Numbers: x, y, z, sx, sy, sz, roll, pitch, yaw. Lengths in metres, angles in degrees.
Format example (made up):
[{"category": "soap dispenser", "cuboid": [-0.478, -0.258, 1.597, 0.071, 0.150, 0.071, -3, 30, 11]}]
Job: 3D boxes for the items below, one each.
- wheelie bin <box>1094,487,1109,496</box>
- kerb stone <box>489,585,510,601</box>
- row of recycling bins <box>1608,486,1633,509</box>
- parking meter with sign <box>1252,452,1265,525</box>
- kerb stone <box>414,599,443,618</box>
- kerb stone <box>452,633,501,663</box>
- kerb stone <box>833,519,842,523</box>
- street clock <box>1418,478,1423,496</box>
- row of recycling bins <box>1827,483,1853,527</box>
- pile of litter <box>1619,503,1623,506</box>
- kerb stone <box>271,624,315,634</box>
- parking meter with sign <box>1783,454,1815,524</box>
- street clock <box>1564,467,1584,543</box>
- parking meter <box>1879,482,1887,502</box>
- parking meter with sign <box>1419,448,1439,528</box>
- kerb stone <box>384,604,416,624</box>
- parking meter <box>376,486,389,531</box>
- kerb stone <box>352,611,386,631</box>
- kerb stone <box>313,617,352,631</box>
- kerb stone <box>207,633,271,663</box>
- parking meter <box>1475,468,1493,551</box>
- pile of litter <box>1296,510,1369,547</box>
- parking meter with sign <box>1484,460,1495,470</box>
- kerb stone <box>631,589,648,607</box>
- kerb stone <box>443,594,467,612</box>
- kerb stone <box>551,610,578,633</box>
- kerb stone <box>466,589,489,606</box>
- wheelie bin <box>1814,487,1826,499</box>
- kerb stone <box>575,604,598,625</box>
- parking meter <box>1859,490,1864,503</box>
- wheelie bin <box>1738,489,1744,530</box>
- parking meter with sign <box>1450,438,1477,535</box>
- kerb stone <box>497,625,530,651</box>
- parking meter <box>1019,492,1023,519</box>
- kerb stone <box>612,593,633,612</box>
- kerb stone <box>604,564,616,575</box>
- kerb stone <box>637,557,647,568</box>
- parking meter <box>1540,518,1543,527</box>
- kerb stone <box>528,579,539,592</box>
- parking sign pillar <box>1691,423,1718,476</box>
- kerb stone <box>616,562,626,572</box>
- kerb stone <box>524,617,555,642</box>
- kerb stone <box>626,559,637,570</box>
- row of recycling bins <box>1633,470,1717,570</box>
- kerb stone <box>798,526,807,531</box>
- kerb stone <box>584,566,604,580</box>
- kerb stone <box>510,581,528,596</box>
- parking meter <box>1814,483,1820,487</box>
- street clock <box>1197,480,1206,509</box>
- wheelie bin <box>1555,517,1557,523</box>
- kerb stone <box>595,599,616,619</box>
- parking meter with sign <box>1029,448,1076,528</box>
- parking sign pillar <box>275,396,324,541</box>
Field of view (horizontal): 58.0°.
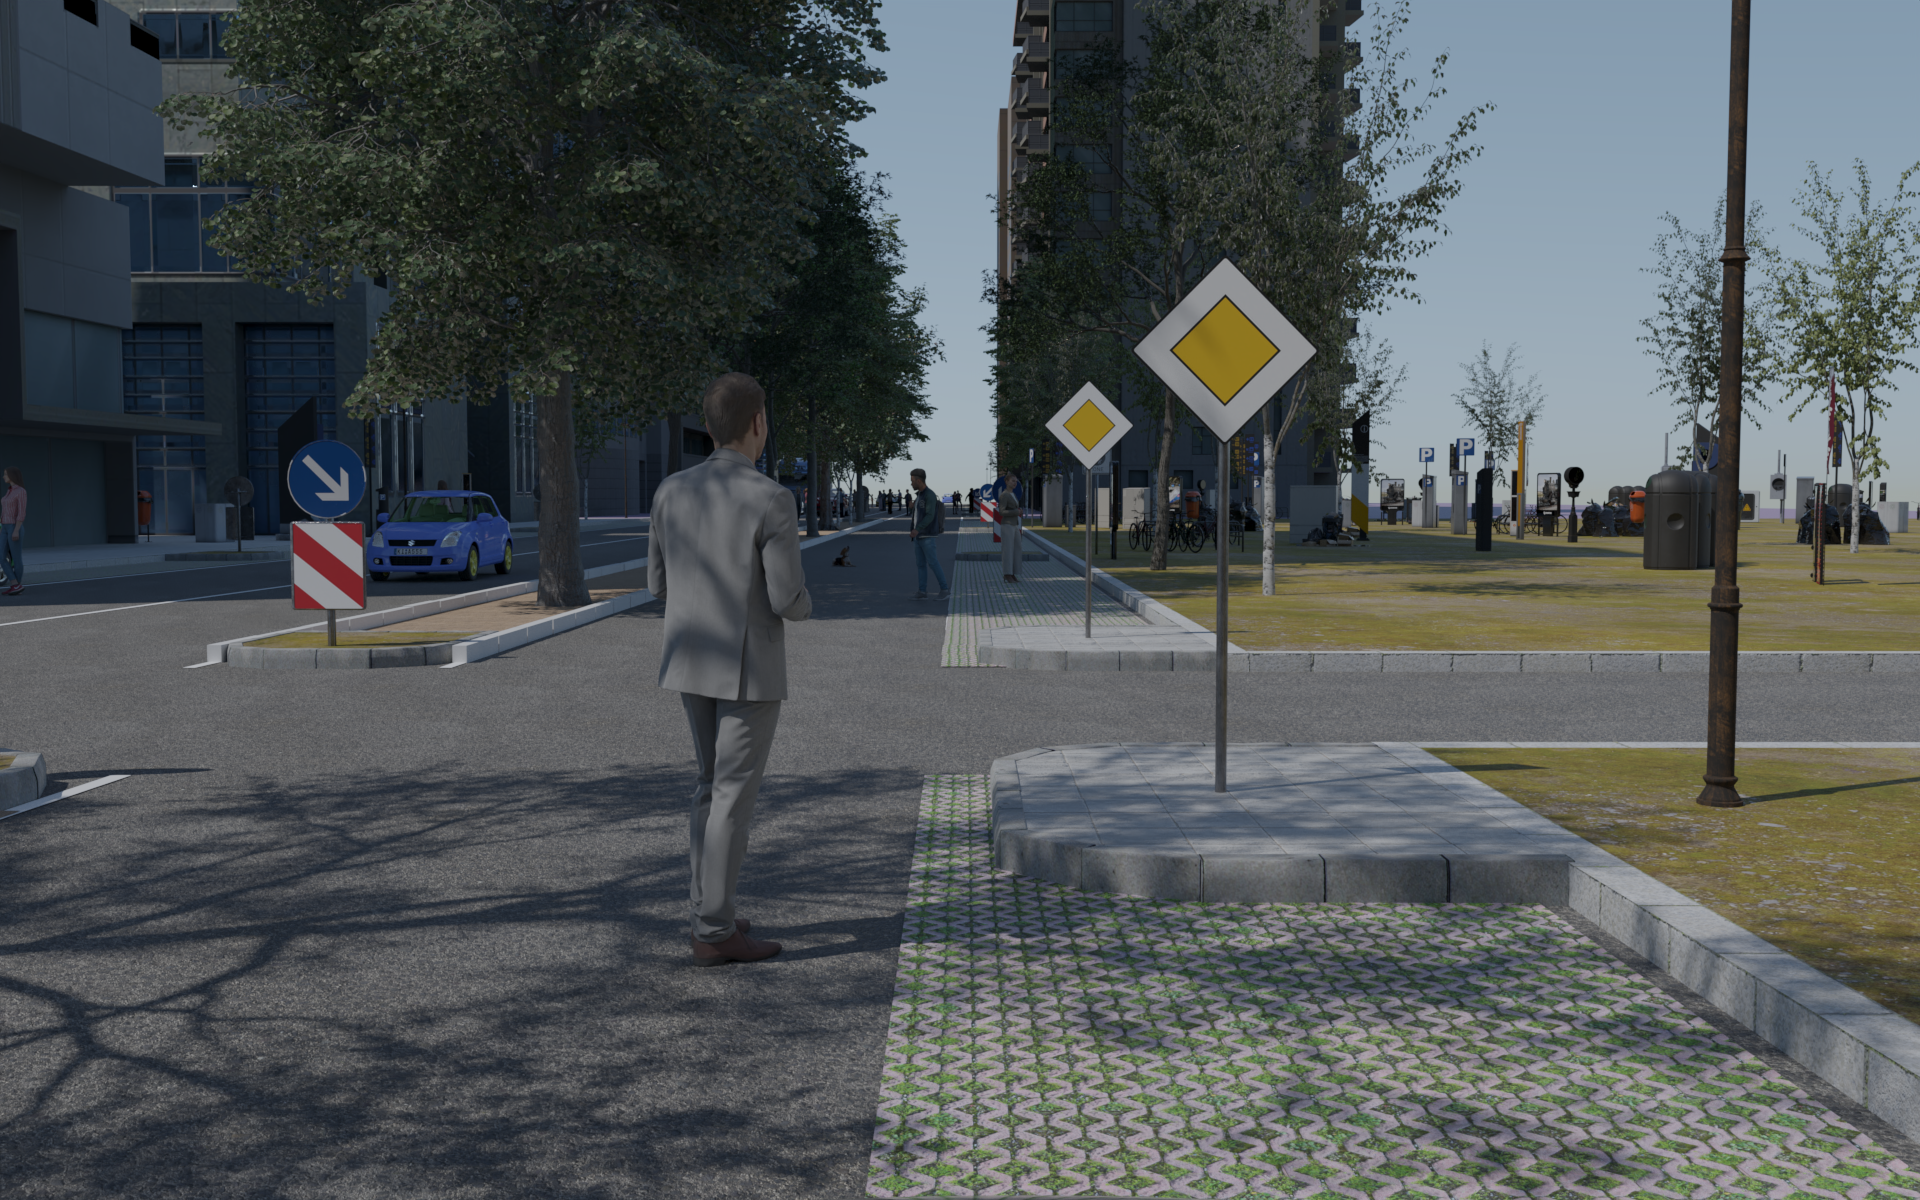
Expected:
[{"category": "wheelie bin", "cuboid": [6.141, -3.979, 72.957, 0.980, 1.594, 0.693, 1, 4, 19]}, {"category": "kerb stone", "cuboid": [-6.313, -0.075, 23.417, 0.120, 0.150, 1.000, 0, 4, 0]}, {"category": "row of recycling bins", "cuboid": [32.839, -4.725, 84.359, 1.069, 1.692, 3.534, -1, 4, -15]}, {"category": "parking meter with sign", "cuboid": [12.617, -4.683, 72.823, 0.543, 3.016, 1.738, 2, 4, 30]}, {"category": "kerb stone", "cuboid": [-6.321, 0.113, 20.344, 0.120, 0.150, 1.000, 0, 4, 0]}, {"category": "kerb stone", "cuboid": [-4.236, 0.430, 15.161, 0.120, 0.150, 1.000, 0, 4, 0]}, {"category": "kerb stone", "cuboid": [-6.153, -3.960, 86.938, 0.120, 0.150, 1.000, 0, 4, 0]}, {"category": "street clock", "cuboid": [20.460, -4.397, 76.461, 0.471, 2.002, 0.358, 1, 4, 14]}, {"category": "row of recycling bins", "cuboid": [34.853, -3.752, 68.453, 1.069, 1.692, 3.534, 2, 4, 28]}, {"category": "pile of litter", "cuboid": [30.623, -4.065, 80.428, 1.719, 0.858, 1.176, 2, 4, 32]}, {"category": "kerb stone", "cuboid": [-6.326, 0.366, 16.248, 0.120, 0.150, 1.000, 0, 4, 0]}, {"category": "parking meter with sign", "cuboid": [36.534, -4.806, 74.839, 1.738, 3.016, 0.543, 2, 4, 29]}, {"category": "street clock", "cuboid": [16.197, -2.518, 45.734, 0.471, 2.002, 0.358, -1, 4, -12]}, {"category": "parking meter", "cuboid": [45.682, -4.895, 85.744, 0.255, 1.863, 0.399, 3, 4, 39]}, {"category": "parking meter with sign", "cuboid": [17.836, -4.247, 65.700, 0.543, 3.016, 1.738, 2, 4, 25]}, {"category": "kerb stone", "cuboid": [-6.321, 0.184, 19.317, 0.120, 0.150, 1.000, 0, 4, 0]}, {"category": "parking meter", "cuboid": [-17.532, -2.701, 52.571, 0.372, 1.533, 0.369, 0, 3, 0]}, {"category": "kerb stone", "cuboid": [-6.324, 0.242, 18.295, 0.120, 0.150, 1.000, 0, 4, 0]}, {"category": "kerb stone", "cuboid": [-6.329, 0.303, 17.270, 0.120, 0.150, 1.000, 0, 4, 0]}, {"category": "kerb stone", "cuboid": [-6.336, 0.427, 15.216, 0.120, 0.150, 1.000, 0, 4, 0]}, {"category": "parking meter", "cuboid": [11.790, -2.034, 38.960, 0.255, 1.863, 0.399, 0, 4, -4]}, {"category": "pile of litter", "cuboid": [9.189, -1.754, 42.640, 1.719, 0.858, 1.176, 1, 4, 22]}, {"category": "parking meter with sign", "cuboid": [26.620, -5.631, 88.334, 0.543, 3.016, 1.738, -1, 4, -9]}, {"category": "kerb stone", "cuboid": [-4.212, -0.007, 22.348, 0.120, 0.150, 1.000, 0, 4, 0]}, {"category": "kerb stone", "cuboid": [-6.317, 0.058, 21.372, 0.120, 0.150, 1.000, 0, 4, 0]}, {"category": "kerb stone", "cuboid": [-4.224, 0.242, 18.251, 0.120, 0.150, 1.000, 0, 4, 0]}, {"category": "kerb stone", "cuboid": [-6.317, -0.012, 22.394, 0.120, 0.150, 1.000, 0, 4, 0]}, {"category": "wheelie bin", "cuboid": [40.869, -4.571, 82.641, 0.693, 1.594, 0.980, -3, 4, -38]}, {"category": "kerb stone", "cuboid": [-4.221, 0.182, 19.273, 0.120, 0.150, 1.000, 0, 4, 0]}, {"category": "parking meter", "cuboid": [44.146, -4.685, 85.005, 0.372, 1.533, 0.369, 0, 3, 0]}, {"category": "wheelie bin", "cuboid": [27.468, -3.290, 61.692, 0.980, 1.594, 0.693, -1, 4, -13]}, {"category": "parking meter with sign", "cuboid": [15.842, -3.582, 54.821, 0.543, 3.016, 1.738, 0, 4, 7]}, {"category": "kerb stone", "cuboid": [-4.232, 0.368, 16.186, 0.120, 0.150, 1.000, 0, 4, 0]}, {"category": "parking meter", "cuboid": [3.090, -4.979, 89.813, 0.372, 1.533, 0.369, 0, 3, 0]}, {"category": "kerb stone", "cuboid": [-4.218, 0.053, 21.326, 0.120, 0.150, 1.000, 0, 4, 0]}, {"category": "kerb stone", "cuboid": [-6.290, -0.514, 30.596, 0.120, 0.150, 1.000, 0, 4, 0]}, {"category": "kerb stone", "cuboid": [-6.286, -0.702, 33.672, 0.120, 0.150, 1.000, 0, 4, 0]}, {"category": "parking meter", "cuboid": [22.452, -3.732, 66.727, 0.255, 1.863, 0.399, 0, 4, 2]}, {"category": "kerb stone", "cuboid": [-6.306, -0.200, 25.465, 0.120, 0.150, 1.000, 0, 4, 0]}, {"category": "parking sign pillar", "cuboid": [28.203, -4.687, 65.109, 1.447, 3.967, 1.447, -3, 4, -36]}, {"category": "kerb stone", "cuboid": [-6.298, -0.574, 31.618, 0.120, 0.150, 1.000, 0, 4, 0]}, {"category": "kerb stone", "cuboid": [-4.230, 0.305, 17.215, 0.120, 0.150, 1.000, 0, 4, 0]}, {"category": "kerb stone", "cuboid": [-6.287, -0.633, 32.650, 0.120, 0.150, 1.000, 0, 4, 0]}, {"category": "row of recycling bins", "cuboid": [12.837, -1.435, 30.572, 1.069, 1.692, 3.534, 2, 4, 32]}, {"category": "kerb stone", "cuboid": [-6.195, -2.825, 68.501, 0.120, 0.150, 1.000, 0, 4, 0]}, {"category": "kerb stone", "cuboid": [-6.293, -0.451, 29.574, 0.120, 0.150, 1.000, 0, 4, 0]}, {"category": "kerb stone", "cuboid": [-6.314, -0.137, 24.443, 0.120, 0.150, 1.000, 0, 4, 0]}, {"category": "parking meter", "cuboid": [43.920, -5.081, 88.793, 0.399, 1.863, 0.255, -3, 5, -40]}, {"category": "street clock", "cuboid": [12.196, -5.071, 87.480, 0.358, 2.002, 0.471, 3, 5, 43]}, {"category": "wheelie bin", "cuboid": [25.541, -4.113, 75.152, 0.980, 1.594, 0.693, 3, 5, 43]}, {"category": "kerb stone", "cuboid": [-4.221, 0.118, 20.295, 0.120, 0.150, 1.000, 0, 4, 0]}, {"category": "parking meter with sign", "cuboid": [3.572, -4.292, 66.434, 1.738, 3.016, 0.543, -1, 4, -14]}, {"category": "parking sign pillar", "cuboid": [-18.283, -3.648, 48.109, 1.447, 3.967, 1.447, 1, 4, 23]}]
